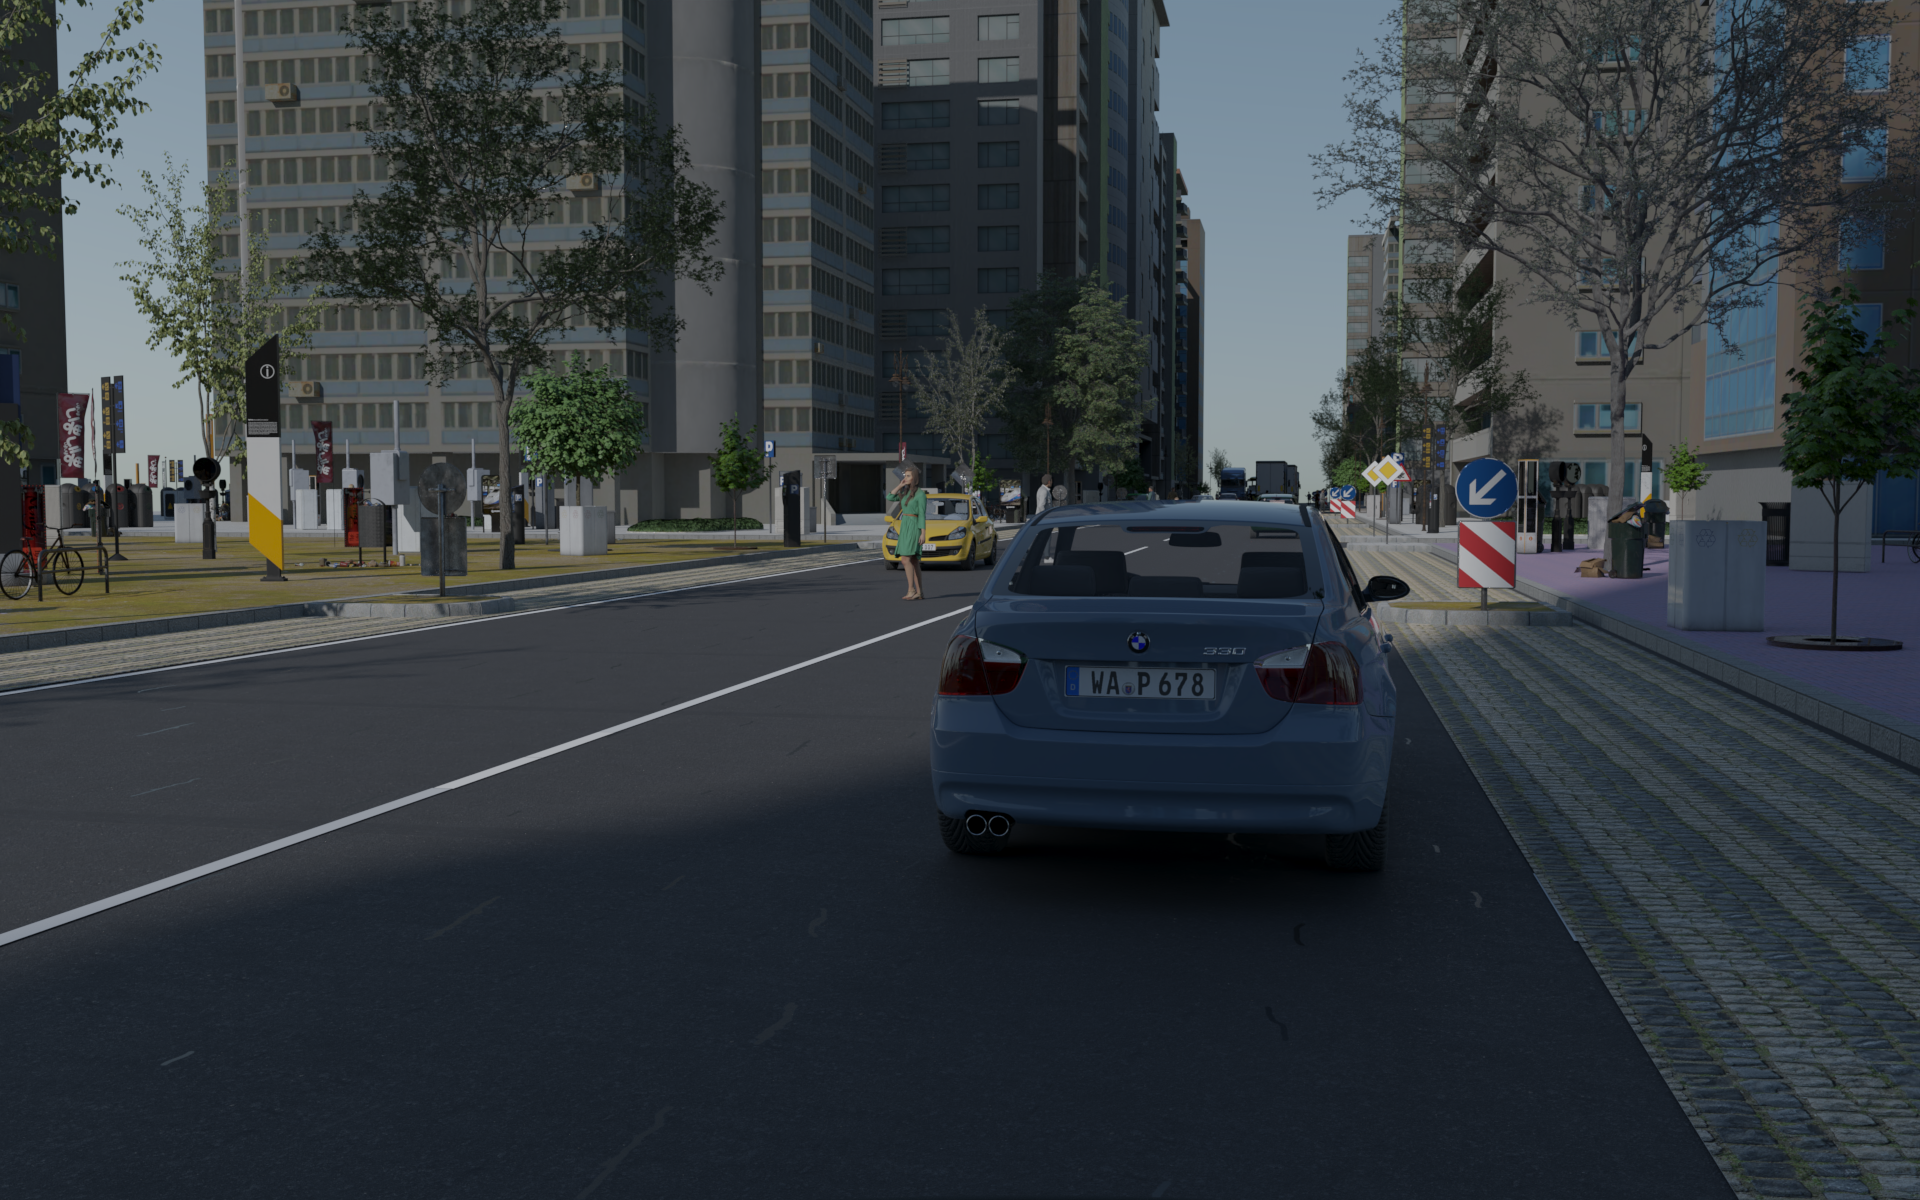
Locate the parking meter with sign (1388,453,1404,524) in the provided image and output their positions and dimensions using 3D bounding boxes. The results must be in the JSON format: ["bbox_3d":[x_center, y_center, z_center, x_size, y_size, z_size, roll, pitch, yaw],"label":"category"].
[{"bbox_3d":[18.587,-4.756,74.024,0.543,3.016,1.738,0,4,8],"label":"parking meter with sign"}]

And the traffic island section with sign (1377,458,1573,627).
[{"bbox_3d":[5.796,-0.678,19.709,1.989,1.847,2.006,1,4,11],"label":"traffic island section with sign"}]

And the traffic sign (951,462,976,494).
[{"bbox_3d":[0.095,-3.109,54.478,0.795,2.450,0.064,1,4,11],"label":"traffic sign"}]

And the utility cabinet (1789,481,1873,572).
[{"bbox_3d":[14.374,-1.218,28.587,1.173,1.500,0.318,3,5,45],"label":"utility cabinet"}]

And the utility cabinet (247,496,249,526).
[{"bbox_3d":[-28.755,-3.649,70.827,0.306,1.237,1.020,0,4,5],"label":"utility cabinet"}]

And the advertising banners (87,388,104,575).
[{"bbox_3d":[-14.007,-1.952,28.099,0.090,3.025,2.074,-2,4,-28],"label":"advertising banners"}]

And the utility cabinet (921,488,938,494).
[{"bbox_3d":[-1.439,-3.494,65.807,1.173,1.500,0.318,0,4,-3],"label":"utility cabinet"}]

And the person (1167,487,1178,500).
[{"bbox_3d":[12.491,-5.679,101.268,0.656,1.842,0.836,-1,4,-22],"label":"person"}]

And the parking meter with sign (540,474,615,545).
[{"bbox_3d":[-9.650,-2.914,43.898,1.738,3.016,0.543,-1,4,-22],"label":"parking meter with sign"}]

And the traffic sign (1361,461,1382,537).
[{"bbox_3d":[12.450,-2.960,52.038,0.795,2.450,0.064,1,4,11],"label":"traffic sign"}]

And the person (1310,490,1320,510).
[{"bbox_3d":[26.443,-7.311,128.554,1.217,1.766,0.721,-2,4,-30],"label":"person"}]

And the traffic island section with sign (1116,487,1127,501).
[{"bbox_3d":[9.685,-5.801,103.473,1.989,1.847,2.006,1,4,11],"label":"traffic island section with sign"}]

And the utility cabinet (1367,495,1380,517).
[{"bbox_3d":[23.342,-5.271,97.341,0.306,1.237,1.020,-3,4,-36],"label":"utility cabinet"}]

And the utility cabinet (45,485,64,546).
[{"bbox_3d":[-22.579,-2.055,42.276,1.173,1.500,0.318,-1,4,-14],"label":"utility cabinet"}]

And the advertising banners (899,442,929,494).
[{"bbox_3d":[-1.542,-3.747,57.453,0.090,3.025,2.074,-2,4,-29],"label":"advertising banners"}]

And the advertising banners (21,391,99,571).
[{"bbox_3d":[-15.867,-2.035,29.453,2.074,3.025,0.090,-3,5,-41],"label":"advertising banners"}]

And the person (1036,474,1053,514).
[{"bbox_3d":[1.671,-1.696,36.068,0.795,1.843,0.661,0,4,3],"label":"person"}]

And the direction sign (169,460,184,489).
[{"bbox_3d":[-51.697,-7.481,114.316,0.876,3.537,0.379,0,4,-6],"label":"direction sign"}]

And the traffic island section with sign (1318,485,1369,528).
[{"bbox_3d":[16.528,-4.021,74.366,1.989,1.847,2.006,1,4,11],"label":"traffic island section with sign"}]

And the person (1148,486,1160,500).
[{"bbox_3d":[9.656,-4.832,87.493,0.794,1.824,0.713,-2,4,-27],"label":"person"}]

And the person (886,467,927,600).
[{"bbox_3d":[-0.632,-0.896,23.395,0.600,1.795,0.529,3,5,39],"label":"person"}]

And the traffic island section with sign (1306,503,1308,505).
[{"bbox_3d":[36.649,-10.286,176.810,1.989,1.847,2.006,1,4,11],"label":"traffic island section with sign"}]

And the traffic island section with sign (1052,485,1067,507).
[{"bbox_3d":[4.412,-4.158,76.610,1.989,1.847,2.006,1,4,11],"label":"traffic island section with sign"}]

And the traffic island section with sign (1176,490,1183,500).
[{"bbox_3d":[19.284,-8.786,152.281,1.989,1.847,2.006,1,4,11],"label":"traffic island section with sign"}]

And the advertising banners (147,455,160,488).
[{"bbox_3d":[-36.491,-4.924,76.698,2.074,3.025,0.090,-3,4,-38],"label":"advertising banners"}]

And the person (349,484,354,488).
[{"bbox_3d":[-18.470,-2.689,53.130,0.598,1.740,0.731,0,4,-3],"label":"person"}]

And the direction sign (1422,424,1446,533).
[{"bbox_3d":[15.415,-3.940,56.415,0.379,3.537,0.876,-3,5,-40],"label":"direction sign"}]

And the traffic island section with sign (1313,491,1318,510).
[{"bbox_3d":[21.730,-5.638,100.816,1.989,1.847,2.006,1,4,11],"label":"traffic island section with sign"}]

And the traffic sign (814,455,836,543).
[{"bbox_3d":[-3.544,-2.651,45.475,0.606,2.300,0.079,1,4,15],"label":"traffic sign"}]

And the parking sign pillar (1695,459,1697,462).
[{"bbox_3d":[29.874,-4.916,68.848,1.447,3.967,1.447,1,4,18],"label":"parking sign pillar"}]

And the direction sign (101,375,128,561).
[{"bbox_3d":[-16.264,-2.528,33.324,0.876,3.537,0.379,3,5,39],"label":"direction sign"}]

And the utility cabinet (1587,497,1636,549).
[{"bbox_3d":[15.136,-1.778,40.236,1.020,1.237,0.306,2,4,24],"label":"utility cabinet"}]

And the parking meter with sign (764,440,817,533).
[{"bbox_3d":[-5.537,-3.711,56.933,1.738,3.016,0.543,-3,5,-39],"label":"parking meter with sign"}]

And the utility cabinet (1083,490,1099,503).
[{"bbox_3d":[7.881,-5.833,104.053,0.318,1.500,1.173,3,5,44],"label":"utility cabinet"}]

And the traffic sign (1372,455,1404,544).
[{"bbox_3d":[10.910,-2.481,44.202,0.795,2.450,0.064,1,4,11],"label":"traffic sign"}]

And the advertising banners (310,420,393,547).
[{"bbox_3d":[-14.644,-2.795,41.880,2.074,3.025,0.090,-3,5,-41],"label":"advertising banners"}]

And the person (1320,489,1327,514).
[{"bbox_3d":[26.095,-7.070,124.289,0.583,1.804,0.606,1,4,19],"label":"person"}]

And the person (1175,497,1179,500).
[{"bbox_3d":[8.347,-3.298,66.695,0.640,1.303,0.475,3,5,44],"label":"person"}]

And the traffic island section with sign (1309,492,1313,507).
[{"bbox_3d":[31.352,-8.636,149.820,1.989,1.847,2.006,1,4,11],"label":"traffic island section with sign"}]

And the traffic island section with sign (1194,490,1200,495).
[{"bbox_3d":[24.571,-10.432,179.185,1.989,1.847,2.006,1,4,11],"label":"traffic island section with sign"}]

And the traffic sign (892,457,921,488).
[{"bbox_3d":[-1.445,-2.630,46.642,0.795,2.450,0.064,1,4,11],"label":"traffic sign"}]

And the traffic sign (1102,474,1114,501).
[{"bbox_3d":[9.532,-6.803,111.339,0.768,2.556,0.104,1,4,12],"label":"traffic sign"}]

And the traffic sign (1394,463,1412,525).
[{"bbox_3d":[18.426,-4.428,72.404,0.884,2.594,0.081,1,4,12],"label":"traffic sign"}]

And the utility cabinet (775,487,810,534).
[{"bbox_3d":[-5.313,-2.819,54.770,1.173,1.500,0.318,2,4,34],"label":"utility cabinet"}]

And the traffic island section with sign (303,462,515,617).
[{"bbox_3d":[-6.528,-0.754,20.961,1.989,1.847,2.006,1,4,11],"label":"traffic island section with sign"}]

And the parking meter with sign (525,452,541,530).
[{"bbox_3d":[-15.073,-4.082,63.001,0.543,3.016,1.738,1,4,20],"label":"parking meter with sign"}]

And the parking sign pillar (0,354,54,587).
[{"bbox_3d":[-13.632,-2.198,24.404,1.447,3.967,1.447,-3,5,-40],"label":"parking sign pillar"}]
